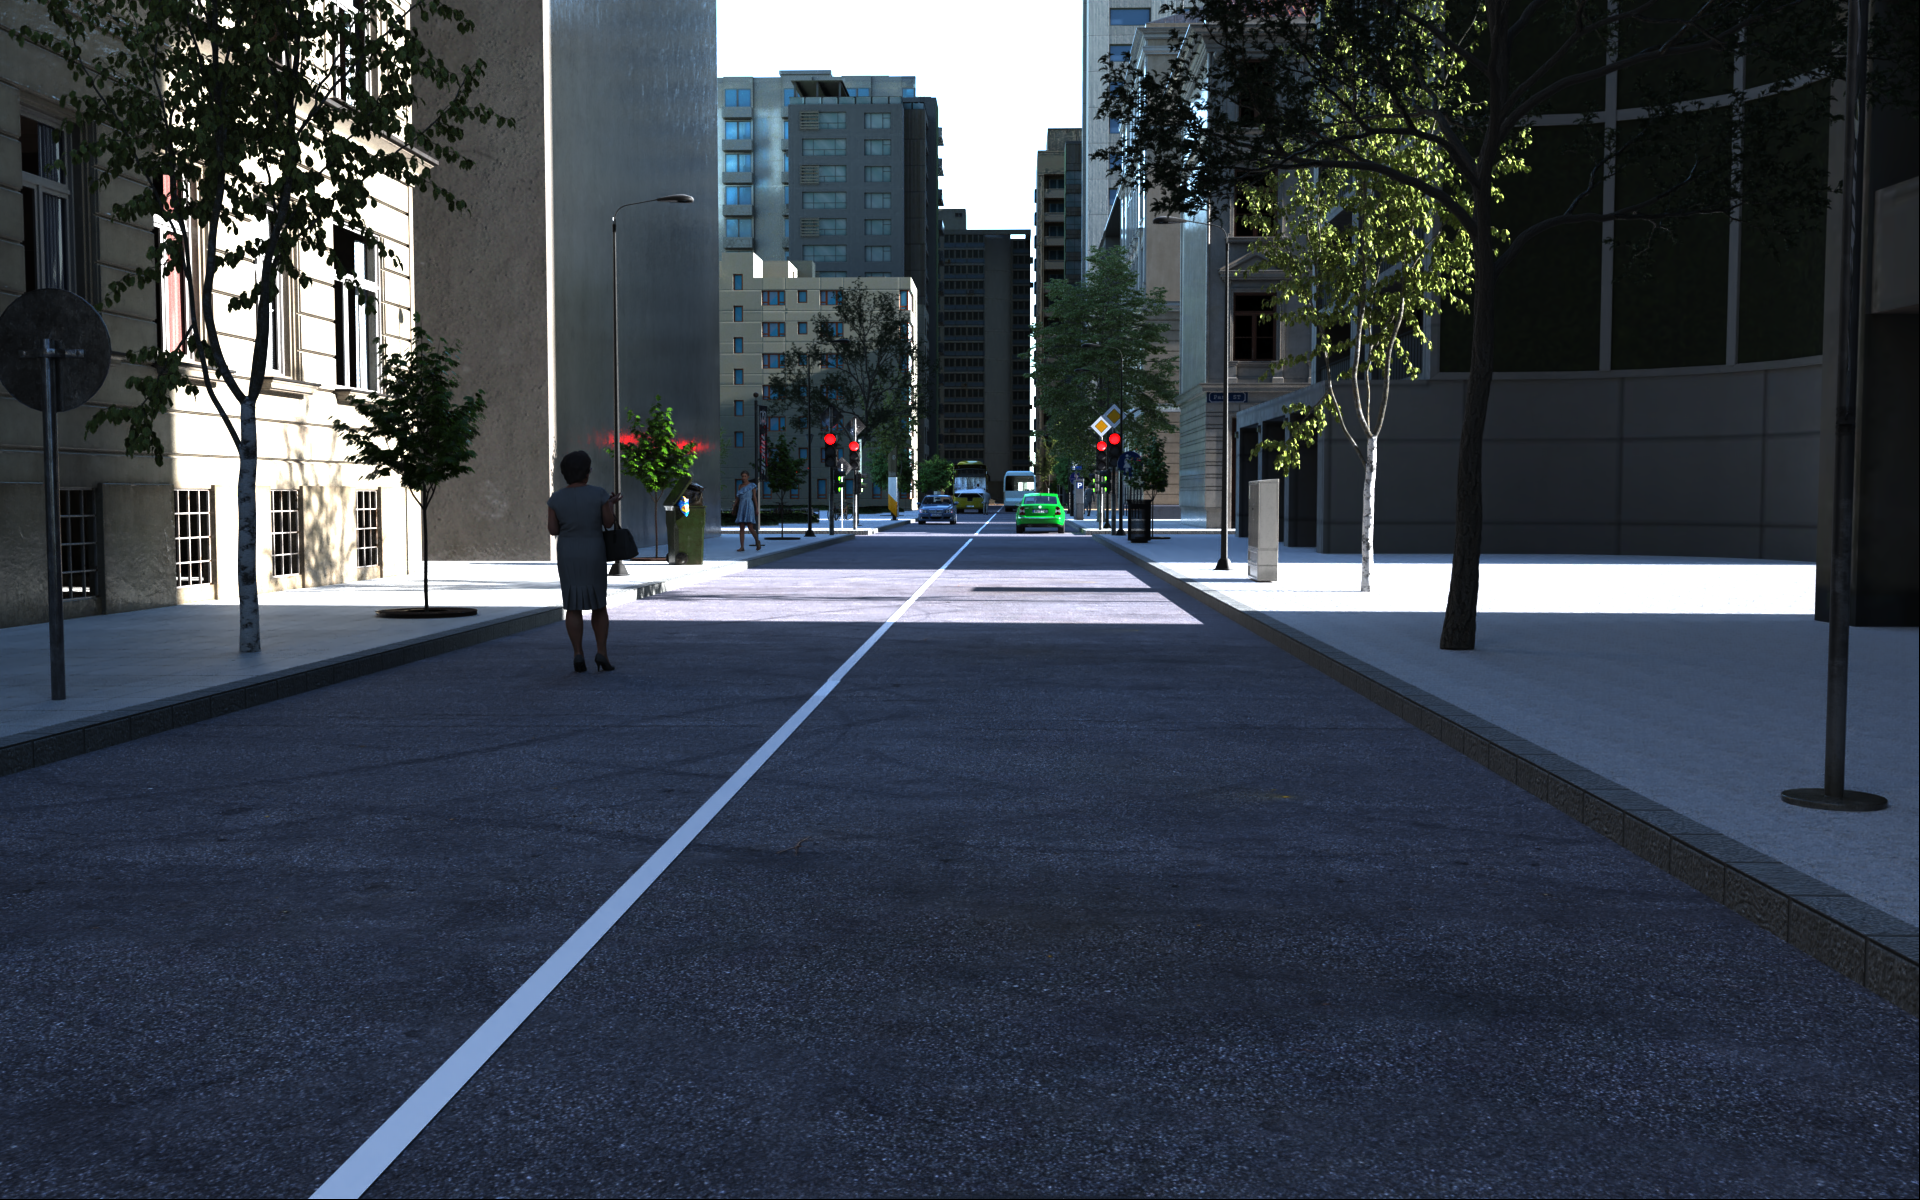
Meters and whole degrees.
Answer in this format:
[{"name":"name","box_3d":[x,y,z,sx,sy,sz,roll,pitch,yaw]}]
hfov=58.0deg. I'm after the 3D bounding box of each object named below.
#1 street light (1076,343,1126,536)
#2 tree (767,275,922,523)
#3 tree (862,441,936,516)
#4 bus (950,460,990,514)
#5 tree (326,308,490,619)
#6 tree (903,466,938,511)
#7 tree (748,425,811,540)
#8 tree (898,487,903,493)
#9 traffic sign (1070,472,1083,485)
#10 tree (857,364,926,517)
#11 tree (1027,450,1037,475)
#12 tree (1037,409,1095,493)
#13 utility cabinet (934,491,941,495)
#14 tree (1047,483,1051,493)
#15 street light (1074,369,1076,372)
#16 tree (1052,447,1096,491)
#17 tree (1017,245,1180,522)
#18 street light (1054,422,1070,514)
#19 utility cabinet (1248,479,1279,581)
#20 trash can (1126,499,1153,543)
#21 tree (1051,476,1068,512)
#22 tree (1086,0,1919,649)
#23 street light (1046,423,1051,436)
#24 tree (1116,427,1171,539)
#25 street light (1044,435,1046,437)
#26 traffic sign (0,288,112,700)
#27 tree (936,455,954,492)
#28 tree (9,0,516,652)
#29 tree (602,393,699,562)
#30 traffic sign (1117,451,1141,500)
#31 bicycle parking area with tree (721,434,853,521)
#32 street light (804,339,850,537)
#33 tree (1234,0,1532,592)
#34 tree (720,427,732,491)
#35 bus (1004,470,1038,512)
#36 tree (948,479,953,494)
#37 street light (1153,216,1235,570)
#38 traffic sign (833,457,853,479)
[{"name":"street light","box_3d":[4.437,-4.950,53.476,1.470,5.913,1.316,0,4,2]},{"name":"tree","box_3d":[-4.629,-8.592,74.900,8.767,10.594,7.601,1,4,10]},{"name":"tree","box_3d":[-4.120,-7.258,102.375,4.285,4.588,4.351,0,3,0]},{"name":"bus","box_3d":[0.814,-8.491,130.374,2.896,3.916,12.252,0,4,1]},{"name":"tree","box_3d":[-5.776,-1.444,18.204,1.663,3.219,1.824,0,3,0]},{"name":"tree","box_3d":[-2.567,-7.724,120.891,1.663,3.219,1.824,0,3,0]},{"name":"tree","box_3d":[-4.956,-3.309,48.696,1.663,3.219,1.824,0,3,0]},{"name":"tree","box_3d":[-3.988,-8.333,130.845,1.663,3.219,1.824,0,3,0]},{"name":"traffic sign","box_3d":[6.665,-6.064,99.246,0.768,2.556,0.104,1,4,9]},{"name":"tree","box_3d":[-3.732,-8.977,97.137,4.737,8.622,4.395,0,3,0]},{"name":"tree","box_3d":[10.726,-16.146,214.350,4.737,8.622,4.395,0,3,0]},{"name":"tree","box_3d":[9.323,-11.834,143.842,4.737,8.622,4.395,0,3,0]},{"name":"utility cabinet","box_3d":[-1.742,-7.668,134.046,0.318,1.500,1.173,-1,4,-14]},{"name":"tree","box_3d":[8.839,-10.098,159.705,1.663,3.219,1.824,0,3,0]},{"name":"street light","box_3d":[4.930,-5.605,64.185,1.470,5.913,1.316,0,4,2]},{"name":"tree","box_3d":[7.821,-8.160,117.124,4.285,4.588,4.351,0,3,0]},{"name":"tree","box_3d":[6.498,-9.834,78.909,7.486,12.596,7.792,0,3,0]},{"name":"street light","box_3d":[5.636,-7.075,88.214,1.470,5.913,1.316,0,4,2]},{"name":"utility cabinet","box_3d":[4.472,-1.037,25.633,0.318,1.500,1.173,0,4,3]},{"name":"trash can","box_3d":[4.721,-2.076,45.597,0.748,1.137,0.748,0,3,0]},{"name":"tree","box_3d":[8.075,-8.074,126.611,1.663,3.219,1.824,0,3,0]},{"name":"tree","box_3d":[4.454,-4.864,13.937,7.601,10.594,8.767,1,4,13]},{"name":"street light","box_3d":[6.522,-8.544,112.238,1.470,5.913,1.316,0,4,2]},{"name":"tree","box_3d":[5.584,-3.364,49.602,1.663,3.219,1.824,0,3,0]},{"name":"street light","box_3d":[7.317,-10.017,136.323,1.470,5.913,1.316,0,4,2]},{"name":"traffic sign","box_3d":[-5.629,-0.650,10.738,0.768,2.556,0.104,0,4,4]},{"name":"tree","box_3d":[-1.869,-9.539,139.682,4.285,4.588,4.351,0,3,0]},{"name":"tree","box_3d":[-5.771,-3.897,14.081,4.737,8.622,4.395,0,3,0]},{"name":"tree","box_3d":[-5.733,-2.367,33.296,1.663,3.219,1.824,0,3,0]},{"name":"traffic sign","box_3d":[5.041,-3.131,51.303,0.768,2.556,0.104,1,4,11]},{"name":"bicycle parking area with tree","box_3d":[-9.622,-5.894,83.369,8.231,4.147,9.016,2,4,27]},{"name":"street light","box_3d":[-3.988,-4.862,52.035,1.470,5.913,1.316,0,4,2]},{"name":"tree","box_3d":[5.415,-4.429,22.775,4.737,8.622,4.395,0,3,0]},{"name":"tree","box_3d":[-19.847,-11.320,135.449,4.737,8.622,4.395,0,3,0]},{"name":"bus","box_3d":[5.020,-9.145,144.386,2.948,3.499,13.247,0,4,2]},{"name":"tree","box_3d":[-0.735,-11.394,180.900,1.663,3.219,1.824,0,3,0]},{"name":"street light","box_3d":[3.923,-3.460,29.116,1.470,5.913,1.316,0,4,2]},{"name":"traffic sign","box_3d":[-4.183,-3.754,61.105,0.795,2.593,0.064,0,4,7]}]
